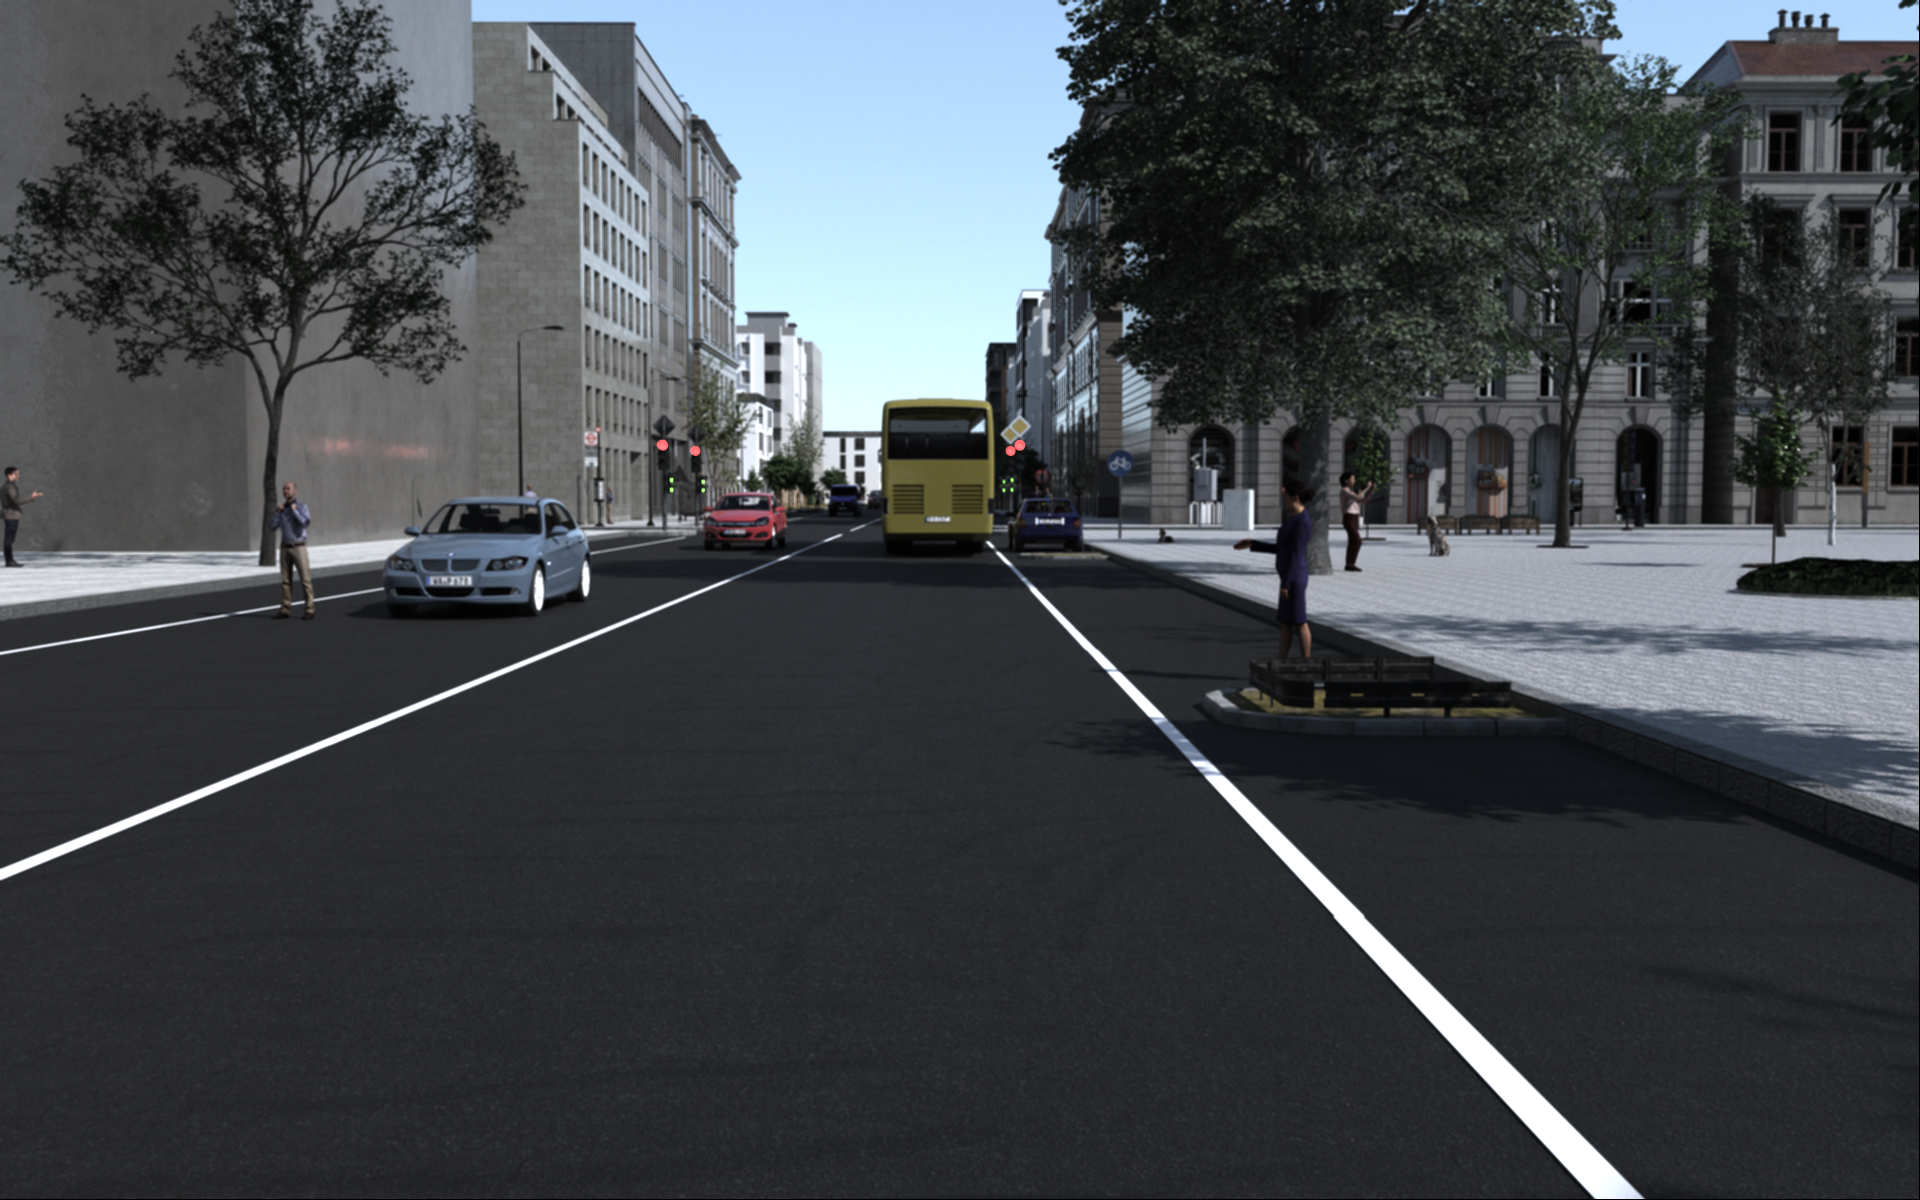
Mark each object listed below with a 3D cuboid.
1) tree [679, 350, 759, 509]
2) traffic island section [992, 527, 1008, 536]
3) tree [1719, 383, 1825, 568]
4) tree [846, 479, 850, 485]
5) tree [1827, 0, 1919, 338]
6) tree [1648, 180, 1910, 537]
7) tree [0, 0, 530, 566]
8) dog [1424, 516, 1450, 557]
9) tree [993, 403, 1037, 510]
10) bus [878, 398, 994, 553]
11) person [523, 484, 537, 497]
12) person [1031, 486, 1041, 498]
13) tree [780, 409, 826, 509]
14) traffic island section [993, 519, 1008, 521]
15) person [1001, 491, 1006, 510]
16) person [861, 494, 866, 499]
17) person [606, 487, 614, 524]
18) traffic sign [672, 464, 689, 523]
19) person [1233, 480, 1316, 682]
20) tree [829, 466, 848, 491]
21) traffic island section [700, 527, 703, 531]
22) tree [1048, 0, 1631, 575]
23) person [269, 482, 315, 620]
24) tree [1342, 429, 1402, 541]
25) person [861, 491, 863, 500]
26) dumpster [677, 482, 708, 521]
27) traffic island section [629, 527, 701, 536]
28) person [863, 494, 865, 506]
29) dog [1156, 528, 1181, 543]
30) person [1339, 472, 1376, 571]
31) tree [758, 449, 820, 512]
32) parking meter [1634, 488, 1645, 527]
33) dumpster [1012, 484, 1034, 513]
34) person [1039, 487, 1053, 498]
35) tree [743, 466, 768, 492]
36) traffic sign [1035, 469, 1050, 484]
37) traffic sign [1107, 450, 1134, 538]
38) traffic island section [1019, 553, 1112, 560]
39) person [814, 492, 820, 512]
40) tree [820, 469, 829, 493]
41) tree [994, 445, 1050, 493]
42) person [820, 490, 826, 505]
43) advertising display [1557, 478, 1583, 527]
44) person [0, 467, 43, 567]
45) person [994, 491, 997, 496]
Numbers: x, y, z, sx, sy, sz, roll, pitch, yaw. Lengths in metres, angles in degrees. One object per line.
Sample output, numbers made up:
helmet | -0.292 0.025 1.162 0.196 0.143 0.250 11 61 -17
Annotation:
tree | -12.556 -8.449 88.499 4.737 8.622 4.395 0 3 0
traffic island section | 2.099 -2.349 60.688 2.009 0.180 2.903 0 4 -1
tree | 14.371 -2.182 30.272 1.663 3.219 1.824 0 3 0
tree | -14.217 -13.651 217.786 1.663 3.219 1.824 0 3 0
tree | 5.500 -1.451 7.432 4.285 4.588 4.351 0 3 0
tree | 24.361 -7.185 51.887 7.601 10.594 8.767 1 4 22
tree | -12.139 -5.862 30.249 8.767 10.594 7.601 -3 4 -38
dog | 9.870 -1.310 35.799 0.513 0.831 0.800 1 4 13
tree | 3.586 -11.351 135.947 4.360 8.622 3.978 0 3 0
bus | -0.719 -3.247 44.642 2.896 3.916 12.252 0 4 -2
person | -12.466 -2.569 50.102 0.516 1.574 0.319 -1 4 -23
person | 4.210 -5.419 95.470 0.655 1.722 0.431 2 4 29
tree | -13.690 -12.188 149.642 4.737 8.622 4.395 0 3 0
traffic island section | 1.733 -4.354 94.058 1.991 0.108 1.994 0 4 -1
person | 3.410 -7.861 136.837 0.388 1.546 0.482 1 4 14
person | -8.863 -8.790 152.934 1.217 1.735 0.721 -1 4 -21
person | -15.083 -4.071 74.662 0.319 1.574 0.516 -1 4 -13
traffic sign | -12.260 -4.629 75.693 0.884 2.594 0.081 1 4 9
person | 2.414 -0.139 13.139 0.546 1.535 0.453 -1 4 -14
tree | -14.506 -13.096 197.831 4.285 4.588 4.351 0 3 0
traffic island section | -10.427 -2.830 68.546 2.009 0.180 2.903 0 4 -1
tree | 5.560 -7.382 27.351 9.857 13.997 8.962 0 3 0
person | -7.645 -0.568 19.848 0.516 1.574 0.319 1 4 18
tree | 11.497 -3.281 48.251 1.663 3.219 1.824 0 3 0
person | -10.072 -10.274 177.184 0.721 1.736 1.217 0 4 2
dumpster | -12.756 -4.696 82.539 1.264 1.857 1.865 0 4 -1
traffic island section | -10.342 -2.341 60.561 2.009 0.180 2.903 0 4 -1
person | -11.315 -11.780 204.318 0.599 1.433 0.991 0 4 6
dog | 5.476 -1.698 45.505 0.748 0.427 0.550 0 4 -3
person | 6.609 -1.307 28.868 0.517 1.644 0.566 -1 4 -21
tree | -13.128 -8.697 125.914 4.285 4.588 4.351 0 3 0
parking meter | 26.703 -3.648 68.050 0.372 1.533 0.369 0 3 0
dumpster | 3.743 -5.896 102.163 1.264 1.857 1.865 0 4 -1
person | 3.660 -4.062 74.324 0.647 1.594 0.662 1 4 20
tree | -14.126 -7.522 117.578 1.663 3.219 1.824 0 3 0
traffic sign | 4.193 -5.402 88.424 0.768 2.556 0.104 0 4 4
traffic sign | 4.624 -3.051 49.997 0.768 2.556 0.104 0 4 3
traffic island section | 2.328 -0.973 38.779 1.991 0.108 1.994 0 4 -1
person | -11.748 -8.094 142.301 0.566 1.644 0.517 -1 4 -10
tree | -13.484 -9.526 139.457 4.285 4.588 4.351 0 3 0
tree | 3.888 -8.505 122.775 4.285 4.588 4.351 0 3 0
person | -16.456 -12.364 208.731 0.617 1.759 0.750 1 4 13
advertising display | 24.110 -3.870 68.493 0.974 1.923 0.123 2 4 34
person | -16.543 -1.467 30.552 0.750 1.759 0.617 -1 4 -20
person | 3.970 -11.691 197.725 0.750 1.759 0.617 0 4 -2
